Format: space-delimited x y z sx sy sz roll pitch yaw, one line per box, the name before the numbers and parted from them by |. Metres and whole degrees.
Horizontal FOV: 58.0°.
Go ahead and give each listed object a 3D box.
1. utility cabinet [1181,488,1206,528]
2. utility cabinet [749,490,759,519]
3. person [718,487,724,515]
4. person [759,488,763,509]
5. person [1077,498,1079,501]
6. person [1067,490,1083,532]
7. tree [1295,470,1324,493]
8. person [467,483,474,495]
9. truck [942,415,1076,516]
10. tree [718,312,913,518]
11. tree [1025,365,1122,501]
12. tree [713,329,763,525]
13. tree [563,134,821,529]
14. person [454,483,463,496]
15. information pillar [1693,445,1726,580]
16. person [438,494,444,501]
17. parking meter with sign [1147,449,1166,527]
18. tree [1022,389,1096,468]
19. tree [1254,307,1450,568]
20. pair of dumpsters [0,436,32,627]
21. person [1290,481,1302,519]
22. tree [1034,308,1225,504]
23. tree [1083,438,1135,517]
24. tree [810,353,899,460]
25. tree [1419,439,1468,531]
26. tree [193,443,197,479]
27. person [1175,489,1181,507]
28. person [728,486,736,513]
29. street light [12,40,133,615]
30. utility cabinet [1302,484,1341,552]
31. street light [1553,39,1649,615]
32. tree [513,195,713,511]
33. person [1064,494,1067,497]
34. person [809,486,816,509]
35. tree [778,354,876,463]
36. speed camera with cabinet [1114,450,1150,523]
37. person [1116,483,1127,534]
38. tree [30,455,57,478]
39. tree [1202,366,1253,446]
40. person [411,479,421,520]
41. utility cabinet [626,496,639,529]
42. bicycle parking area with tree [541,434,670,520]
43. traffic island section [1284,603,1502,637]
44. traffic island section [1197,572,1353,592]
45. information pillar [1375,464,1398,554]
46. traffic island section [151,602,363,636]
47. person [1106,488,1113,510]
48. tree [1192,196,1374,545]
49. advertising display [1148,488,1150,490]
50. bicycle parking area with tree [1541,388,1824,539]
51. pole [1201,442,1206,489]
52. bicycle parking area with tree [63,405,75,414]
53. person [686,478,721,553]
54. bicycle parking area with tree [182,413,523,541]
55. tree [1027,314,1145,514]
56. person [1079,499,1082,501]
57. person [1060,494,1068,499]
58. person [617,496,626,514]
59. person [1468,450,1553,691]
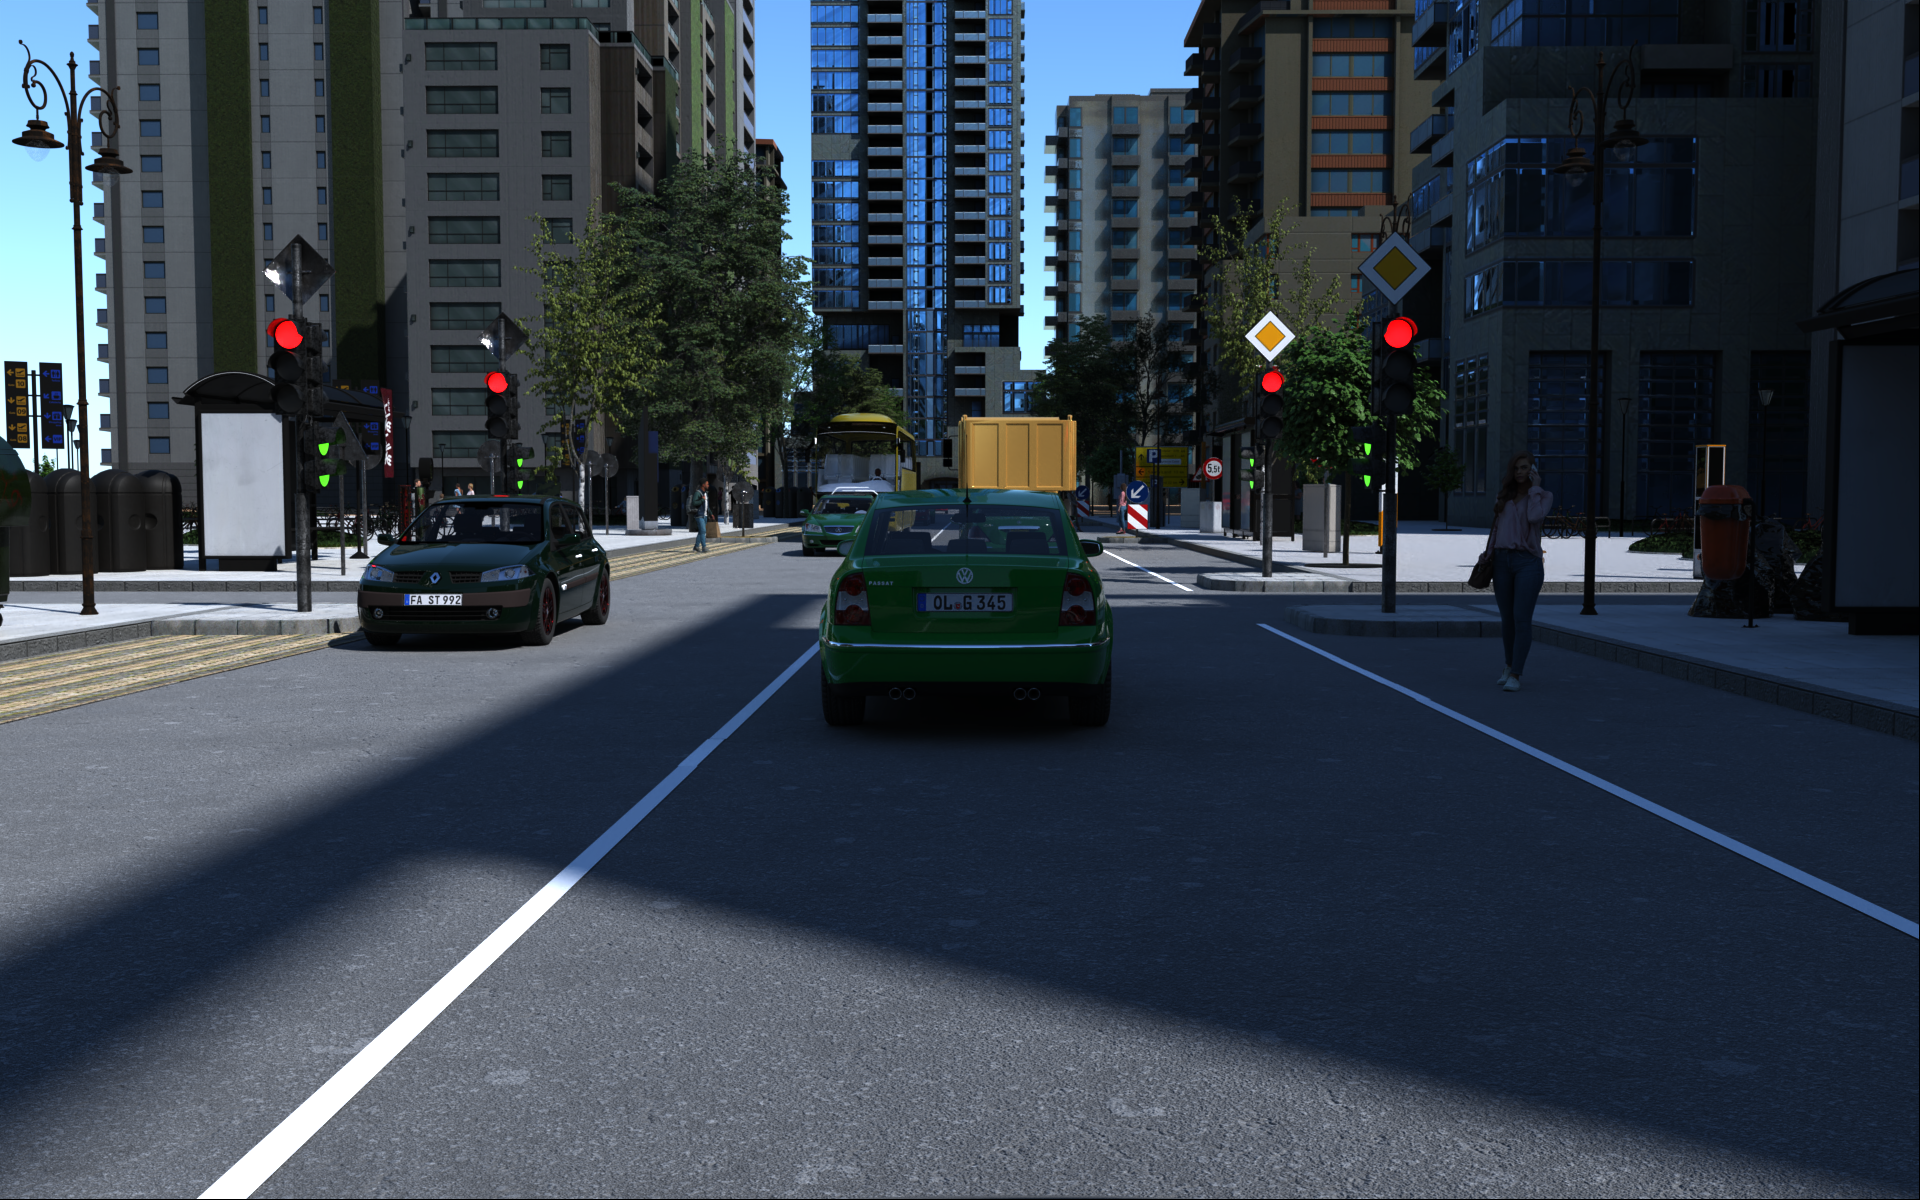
utility cabinet | 8.813 -3.468 65.376 0.318 1.500 1.173 -2 4 -30
utility cabinet | -10.526 -4.884 88.530 0.318 1.500 1.173 -1 4 -18
person | -15.026 -6.187 107.918 0.721 1.743 1.217 0 4 4
person | -17.369 -8.948 152.372 1.348 1.821 0.705 3 5 45
person | 10.161 -8.713 149.233 0.721 1.736 1.217 0 4 -7
person | 4.363 -3.475 65.598 0.573 1.790 0.520 1 4 12
tree | 13.609 -4.492 68.043 1.663 3.219 1.824 0 3 0
person | -20.941 -4.143 74.454 0.598 1.740 0.731 -3 5 -43
truck | 1.258 -2.837 42.306 3.469 3.379 9.791 0 4 0
tree | -9.365 -10.141 91.559 9.928 11.665 9.643 0 3 0
tree | 8.783 -12.700 133.396 9.928 11.665 9.643 0 3 0
tree | -9.825 -7.455 72.250 4.737 8.622 4.395 0 3 0
tree | -9.672 -9.552 62.833 9.857 13.997 8.962 0 3 0
person | -24.932 -4.900 86.245 0.778 1.811 0.616 3 4 38
information pillar | 11.231 -1.314 25.969 0.304 2.012 0.304 -1 4 -9
person | -21.916 -3.850 73.268 0.640 1.303 0.475 1 4 19
parking meter with sign | 7.699 -4.363 67.602 0.543 3.016 1.738 1 4 16
tree | 9.786 -16.294 176.783 12.009 13.543 11.850 0 3 0
tree | 6.830 -2.858 30.440 4.285 4.588 4.351 0 3 0
pair of dumpsters | -9.476 -0.709 14.081 1.574 2.255 4.437 0 4 1
person | 12.165 -3.488 63.423 0.532 1.782 0.716 -2 4 -30
tree | 8.840 -9.364 87.512 8.767 10.594 7.601 -1 4 -16
tree | 8.464 -6.847 95.659 4.285 4.588 4.351 0 3 0
tree | -8.628 -13.551 139.687 7.486 12.596 7.792 0 3 0
tree | 16.917 -4.037 60.612 1.663 3.219 1.824 0 3 0
tree | -15.580 -2.615 37.350 1.663 3.219 1.824 0 3 0
person | 22.204 -10.263 173.839 1.348 1.824 0.705 0 4 -6
person | -15.692 -6.998 120.083 1.348 1.869 0.705 -1 4 -9
street light | -9.279 -2.782 18.275 0.468 5.910 1.993 0 4 1
utility cabinet | 8.000 -1.810 38.265 0.318 1.500 1.173 -1 4 -17
street light | 6.696 -2.781 18.263 0.468 5.910 1.993 0 4 1
tree | -9.482 -5.707 43.671 4.737 8.622 4.395 0 3 0
person | 10.622 -9.852 167.915 1.217 1.735 0.721 2 4 30
person | -10.625 -7.191 123.579 0.705 1.831 1.348 3 4 38
tree | -8.344 -10.915 112.876 7.601 10.594 8.767 -1 4 -14
speed camera with cabinet | 7.971 -5.133 78.265 2.038 3.252 0.660 0 4 5
person | 5.803 -3.266 61.913 0.388 1.821 0.555 1 4 16
tree | -41.256 -5.123 78.367 1.663 3.219 1.824 0 3 0
tree | 15.752 -9.088 98.949 4.360 8.622 3.978 0 3 0
person | -18.436 -3.235 59.143 0.583 1.804 0.606 0 4 4
utility cabinet | -10.990 -2.972 59.758 1.020 1.237 0.306 -1 4 -11
bicycle parking area with tree | -18.527 -5.974 84.673 9.016 4.147 8.231 3 4 37
traffic island section | 4.665 0.215 18.766 2.009 0.180 2.903 0 4 1
traffic island section | 4.764 -0.273 26.751 2.009 0.180 2.903 0 4 1
information pillar | 9.166 -2.796 37.072 0.504 3.616 0.183 -2 4 -32
traffic island section | -7.176 0.206 18.918 2.009 0.180 2.903 0 4 1
person | 11.768 -7.944 136.660 0.721 1.736 1.217 2 4 27
tree | 7.736 -5.660 42.899 4.737 8.622 4.395 0 3 0
advertising display | 10.775 -5.772 99.592 0.123 1.923 0.974 -1 4 -14
bicycle parking area with tree | 20.958 -3.815 49.375 9.016 4.147 8.231 -1 4 -9
pole | 9.493 -4.509 67.562 0.158 3.312 0.155 0 3 0
bicycle parking area with tree | -31.207 -4.190 55.516 8.231 4.147 9.016 0 4 6
person | -6.212 -2.049 41.986 0.713 1.824 0.794 2 4 34
bicycle parking area with tree | -18.920 -3.901 50.787 9.016 4.147 8.231 2 4 24
tree | 8.066 -11.682 109.122 7.486 12.596 7.792 0 3 0
person | 10.089 -8.406 144.399 0.541 1.710 0.530 0 4 -7
person | 10.827 -10.503 180.741 1.217 1.766 0.721 -3 5 -40
person | -19.663 -5.484 101.205 1.012 1.151 0.738 -1 4 -20
person | 4.114 -0.227 12.809 0.593 1.750 0.643 3 5 44
